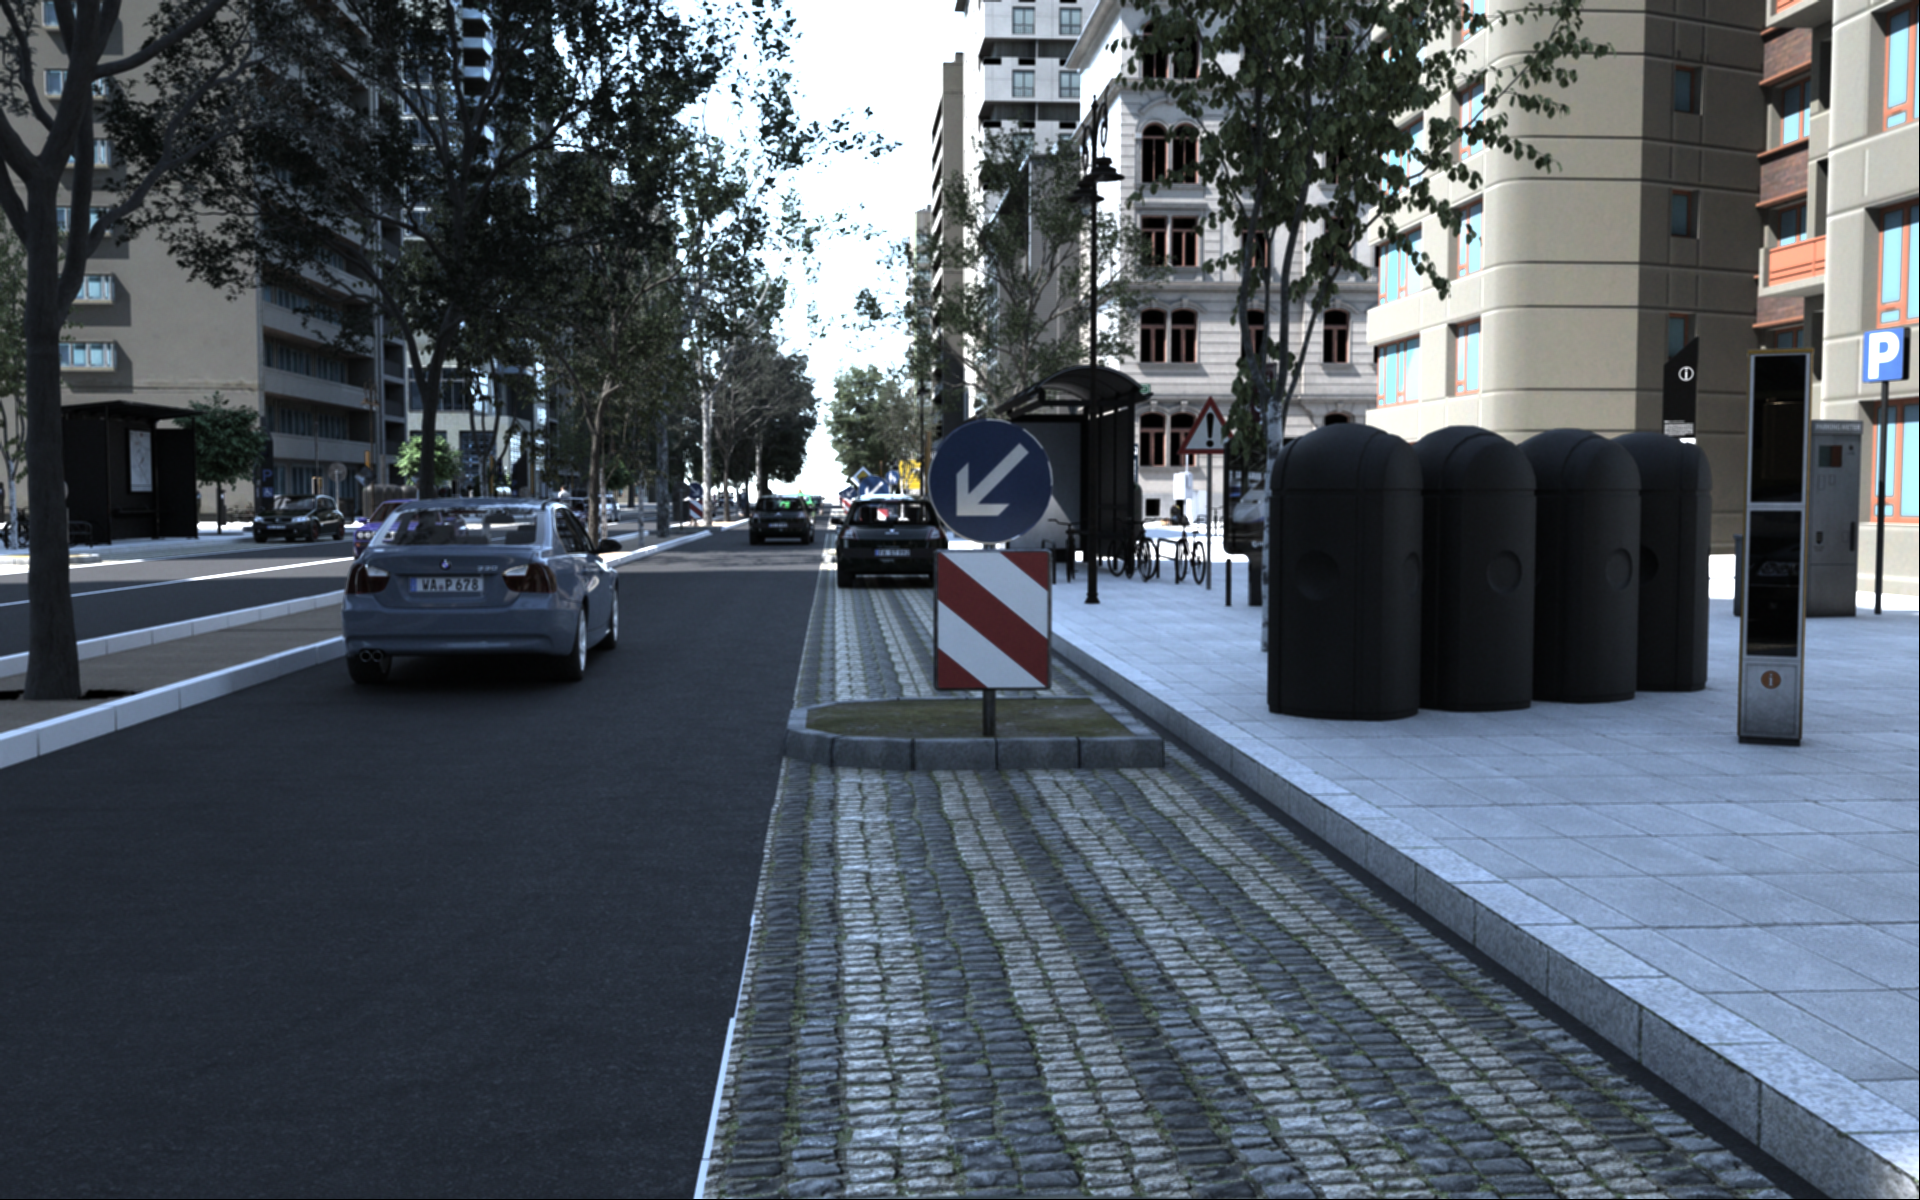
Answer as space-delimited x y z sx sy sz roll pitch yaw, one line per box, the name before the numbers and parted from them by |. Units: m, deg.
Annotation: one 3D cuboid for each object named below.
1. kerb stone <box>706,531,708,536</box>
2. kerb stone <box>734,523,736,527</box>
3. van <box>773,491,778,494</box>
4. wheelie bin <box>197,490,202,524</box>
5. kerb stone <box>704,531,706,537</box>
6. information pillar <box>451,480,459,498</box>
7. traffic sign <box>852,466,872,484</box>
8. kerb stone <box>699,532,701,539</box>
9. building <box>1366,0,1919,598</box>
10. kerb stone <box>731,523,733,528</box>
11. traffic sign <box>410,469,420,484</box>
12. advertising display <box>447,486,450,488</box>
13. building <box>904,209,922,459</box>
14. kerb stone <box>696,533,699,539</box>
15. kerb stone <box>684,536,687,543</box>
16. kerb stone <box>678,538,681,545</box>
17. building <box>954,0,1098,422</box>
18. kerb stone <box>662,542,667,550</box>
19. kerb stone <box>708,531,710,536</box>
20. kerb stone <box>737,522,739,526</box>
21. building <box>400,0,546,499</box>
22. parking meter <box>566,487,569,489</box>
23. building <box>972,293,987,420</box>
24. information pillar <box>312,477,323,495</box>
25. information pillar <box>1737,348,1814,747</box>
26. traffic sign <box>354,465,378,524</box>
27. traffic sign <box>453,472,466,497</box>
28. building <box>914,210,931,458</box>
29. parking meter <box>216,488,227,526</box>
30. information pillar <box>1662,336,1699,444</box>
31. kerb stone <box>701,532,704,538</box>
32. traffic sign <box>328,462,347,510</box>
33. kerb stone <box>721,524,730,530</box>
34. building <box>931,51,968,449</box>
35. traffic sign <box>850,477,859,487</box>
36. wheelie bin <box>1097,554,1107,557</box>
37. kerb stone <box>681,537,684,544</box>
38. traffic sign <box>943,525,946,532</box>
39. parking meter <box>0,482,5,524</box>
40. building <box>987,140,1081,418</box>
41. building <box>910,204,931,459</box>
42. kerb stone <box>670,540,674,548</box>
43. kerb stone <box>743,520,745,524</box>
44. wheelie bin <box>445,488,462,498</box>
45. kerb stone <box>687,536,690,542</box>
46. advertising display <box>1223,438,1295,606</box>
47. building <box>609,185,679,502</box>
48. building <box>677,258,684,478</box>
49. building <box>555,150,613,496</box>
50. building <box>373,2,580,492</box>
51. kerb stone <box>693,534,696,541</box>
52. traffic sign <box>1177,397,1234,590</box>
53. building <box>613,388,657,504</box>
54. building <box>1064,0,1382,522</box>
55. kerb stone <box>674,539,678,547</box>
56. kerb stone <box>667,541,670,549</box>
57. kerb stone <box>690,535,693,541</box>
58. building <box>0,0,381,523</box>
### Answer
kerb stone | -8.622 -2.190 58.000 0.120 0.150 1.000 0 4 -4
kerb stone | -9.763 -3.160 73.853 0.120 0.150 1.000 0 4 -4
van | -28.457 -15.687 263.499 2.013 2.044 4.112 0 4 -6
wheelie bin | -33.097 -4.078 74.582 0.693 1.594 0.980 1 4 22
kerb stone | -8.539 -2.128 56.981 0.120 0.150 1.000 0 4 -4
information pillar | -26.609 -5.311 91.320 0.304 2.012 0.304 0 4 5
traffic sign | -3.430 -3.532 61.389 0.795 2.450 0.064 0 4 -4
kerb stone | -8.398 -1.995 54.941 0.120 0.150 1.000 0 4 -4
building | 25.074 -11.304 29.863 27.650 21.520 28.899 0 4 -4
kerb stone | -9.615 -3.035 71.815 0.120 0.150 1.000 0 4 -4
traffic sign | -21.208 -3.944 68.133 0.795 2.450 0.064 0 4 -4
advertising display | -39.604 -7.882 134.076 0.123 1.923 0.974 -1 4 -9
building | 2.074 -40.954 289.200 23.786 49.044 30.456 0 4 -4
kerb stone | -8.314 -1.940 53.922 0.120 0.150 1.000 0 4 -4
kerb stone | -8.031 -1.691 49.841 0.120 0.150 1.000 0 4 -4
kerb stone | -7.873 -1.565 47.801 0.120 0.150 1.000 0 4 -4
building | 14.662 -35.090 162.965 28.713 52.752 27.495 0 4 -4
kerb stone | -7.578 -1.316 43.705 0.120 0.150 1.000 0 4 -4
kerb stone | -8.687 -2.252 59.020 0.120 0.150 1.000 0 4 -4
kerb stone | -9.906 -3.283 75.904 0.120 0.150 1.000 0 4 -4
building | -49.462 -51.527 155.142 22.319 86.520 31.000 0 4 -4
parking meter | -30.757 -7.964 135.915 0.399 1.863 0.255 -1 4 -18
building | 6.643 -16.599 136.021 10.561 19.102 19.286 0 4 -4
information pillar | -28.264 -4.389 76.244 0.304 2.012 0.304 1 4 13
information pillar | 4.197 -0.271 8.920 0.304 2.012 0.304 2 4 25
traffic sign | -20.631 -3.457 60.168 0.795 2.450 0.064 0 4 -4
traffic sign | -26.732 -5.645 92.404 0.768 2.556 0.104 0 4 -2
building | 0.343 -34.731 251.444 14.154 41.232 14.086 0 4 -4
parking meter | -29.976 -3.785 70.295 0.372 1.533 0.369 0 3 0
information pillar | 10.748 -2.111 25.865 0.504 3.616 0.183 3 4 37
kerb stone | -8.468 -2.061 55.961 0.120 0.150 1.000 0 4 -4
traffic sign | -25.094 -4.263 69.811 0.768 2.556 0.104 0 4 -2
kerb stone | -9.470 -2.903 69.776 0.120 0.150 1.000 0 4 -4
building | 8.100 -34.502 187.810 21.300 48.544 21.600 0 4 -4
traffic sign | -4.007 -4.019 69.354 0.795 2.450 0.064 0 4 -4
wheelie bin | 3.048 -1.673 35.265 0.693 1.594 0.980 0 4 6
kerb stone | -7.953 -1.629 48.821 0.120 0.150 1.000 0 4 -4
traffic sign | -0.466 -3.199 52.409 0.768 2.556 0.104 0 4 1
parking meter | -41.571 -4.234 74.941 0.399 1.863 0.255 -3 5 -39
building | 9.896 -17.879 111.396 14.314 24.678 30.058 0 4 -4
building | -0.495 -37.684 266.238 14.600 45.320 14.200 0 4 -4
kerb stone | -7.729 -1.441 45.757 0.120 0.150 1.000 0 4 -4
kerb stone | -10.278 -3.593 81.016 0.120 0.150 1.000 0 4 -4
wheelie bin | -27.138 -5.197 92.880 0.980 1.594 0.693 0 4 -2
kerb stone | -8.101 -1.752 50.861 0.120 0.150 1.000 0 4 -4
advertising display | 3.503 -0.895 19.851 0.974 1.923 0.123 0 4 -6
building | -56.155 -39.704 272.864 21.300 48.544 21.600 0 4 -4
building | -54.174 -37.171 291.346 14.154 41.232 14.086 0 4 -4
building | -48.292 -31.594 200.150 14.154 41.232 14.086 0 4 -4
building | -51.252 -45.447 181.305 20.563 71.187 20.611 0 4 -4
kerb stone | -8.243 -1.878 52.902 0.120 0.150 1.000 0 4 -4
traffic sign | 3.340 -1.419 23.211 0.884 2.594 0.081 0 4 1
building | -58.037 -24.624 247.640 27.650 21.520 28.899 0 4 -4
building | 17.691 -18.159 84.286 23.554 28.519 14.401 0 4 -4
kerb stone | -7.804 -1.503 46.777 0.120 0.150 1.000 0 4 -4
kerb stone | -7.655 -1.378 44.729 0.120 0.150 1.000 0 4 -4
kerb stone | -8.173 -1.816 51.880 0.120 0.150 1.000 0 4 -4
building | -43.189 -28.341 87.084 21.300 48.544 21.600 0 4 -4
